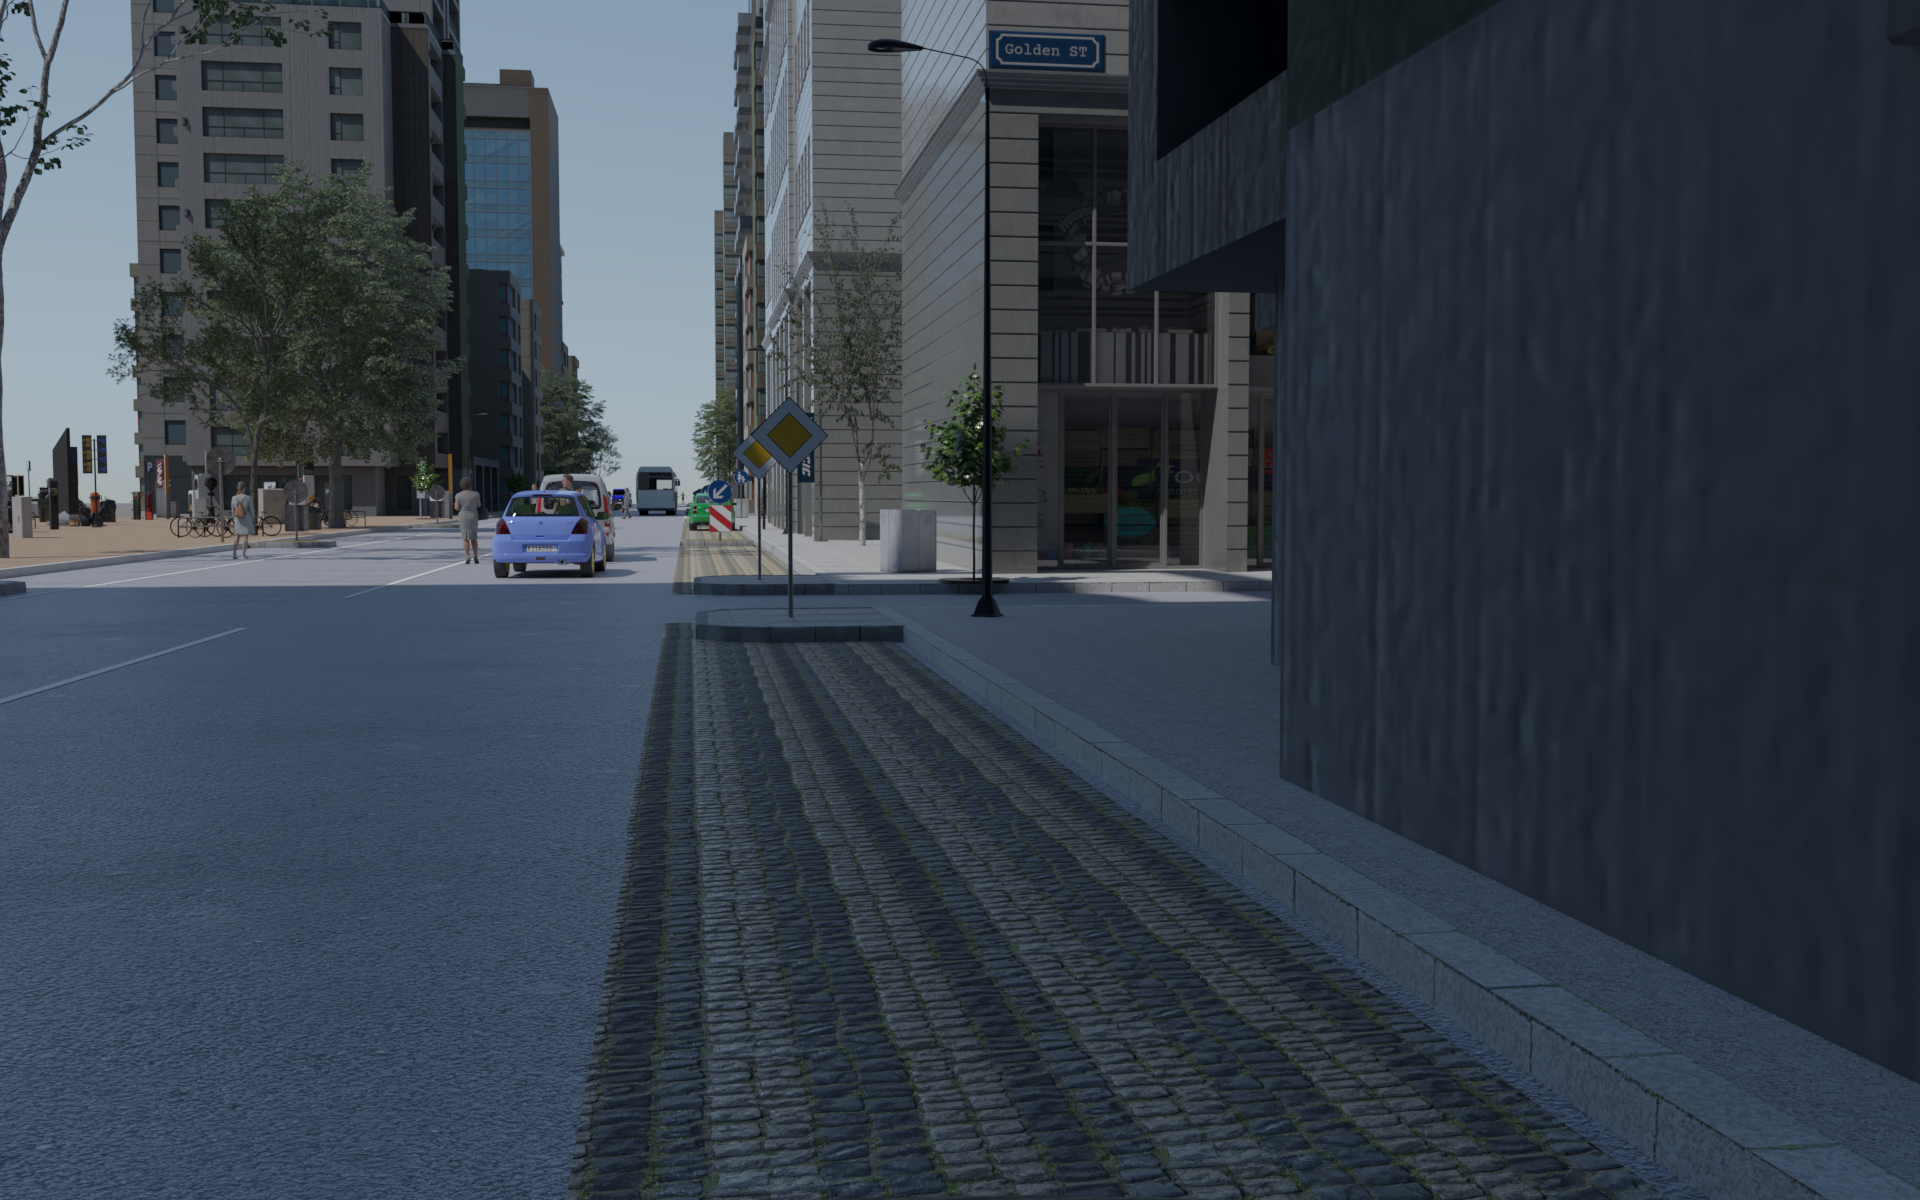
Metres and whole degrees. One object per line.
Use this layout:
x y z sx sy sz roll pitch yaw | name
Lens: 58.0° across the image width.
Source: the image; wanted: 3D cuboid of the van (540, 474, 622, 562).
-8.433 -1.895 37.992 2.013 2.044 4.112 -1 4 -11 | van

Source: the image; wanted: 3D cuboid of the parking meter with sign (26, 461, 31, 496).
-49.317 -5.737 90.065 1.738 3.016 0.543 -3 5 -41 | parking meter with sign

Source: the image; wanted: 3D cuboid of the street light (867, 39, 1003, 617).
-0.252 -2.776 17.928 1.470 5.913 1.316 -1 4 -9 | street light

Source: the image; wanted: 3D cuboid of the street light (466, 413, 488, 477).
-27.791 -7.768 99.553 1.470 5.913 1.316 -1 4 -9 | street light

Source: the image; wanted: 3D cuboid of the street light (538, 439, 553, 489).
-34.787 -10.568 145.328 1.470 5.913 1.316 -1 4 -9 | street light

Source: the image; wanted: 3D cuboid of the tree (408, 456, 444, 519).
-27.087 -5.698 87.769 1.663 3.219 1.824 0 3 0 | tree

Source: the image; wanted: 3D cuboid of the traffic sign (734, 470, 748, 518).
-11.498 -5.565 91.088 0.768 2.556 0.104 0 4 -1 | traffic sign

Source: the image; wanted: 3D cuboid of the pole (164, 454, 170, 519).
-40.436 -5.777 88.294 0.158 3.312 0.155 0 3 0 | pole

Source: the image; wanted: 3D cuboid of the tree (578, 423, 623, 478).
-53.633 -20.186 255.797 9.928 11.665 9.643 0 3 0 | tree

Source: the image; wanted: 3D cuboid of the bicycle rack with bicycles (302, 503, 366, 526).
-25.281 -3.410 69.136 2.852 0.926 2.925 2 4 24 | bicycle rack with bicycles

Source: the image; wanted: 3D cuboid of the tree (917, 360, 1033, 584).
0.317 -1.867 25.126 1.663 3.219 1.824 0 3 0 | tree

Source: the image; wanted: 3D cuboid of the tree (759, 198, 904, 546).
-2.562 -5.645 42.655 4.360 8.622 3.978 0 3 0 | tree

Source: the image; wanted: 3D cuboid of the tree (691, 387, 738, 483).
-24.979 -16.229 183.473 7.486 12.596 7.792 0 3 0 | tree

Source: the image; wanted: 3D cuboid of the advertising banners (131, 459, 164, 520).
-40.164 -5.474 85.681 2.074 3.025 0.090 1 4 18 | advertising banners

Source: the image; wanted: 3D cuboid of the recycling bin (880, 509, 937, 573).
-0.854 -0.981 28.595 0.722 1.027 0.722 -2 4 -30 | recycling bin

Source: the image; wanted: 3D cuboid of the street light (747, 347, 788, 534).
-6.044 -5.041 54.963 1.470 5.913 1.316 -1 4 -9 | street light

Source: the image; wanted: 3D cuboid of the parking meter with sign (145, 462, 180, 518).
-43.053 -5.955 93.620 1.738 3.016 0.543 1 4 10 | parking meter with sign

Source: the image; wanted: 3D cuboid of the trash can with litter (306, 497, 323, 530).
-23.148 -3.059 61.397 1.055 1.170 0.624 0 3 0 | trash can with litter

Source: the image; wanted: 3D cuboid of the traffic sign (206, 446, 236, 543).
-19.534 -2.795 45.808 0.768 2.556 0.104 0 4 -4 | traffic sign

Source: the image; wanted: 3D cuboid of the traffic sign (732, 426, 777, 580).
-2.999 -1.358 25.848 0.795 2.450 0.064 -1 4 -9 | traffic sign

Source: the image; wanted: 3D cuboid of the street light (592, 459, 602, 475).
-47.677 -15.590 227.429 1.470 5.913 1.316 -1 4 -9 | street light

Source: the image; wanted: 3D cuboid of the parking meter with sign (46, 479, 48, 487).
-46.196 -5.632 88.338 1.738 3.016 0.543 2 4 33 | parking meter with sign

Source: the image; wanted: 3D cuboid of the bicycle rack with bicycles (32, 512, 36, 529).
-35.186 -3.077 63.693 2.852 0.926 2.925 1 4 9 | bicycle rack with bicycles

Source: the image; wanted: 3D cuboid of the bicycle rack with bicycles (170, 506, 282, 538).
-22.036 -2.326 51.415 2.925 0.926 2.852 0 4 1 | bicycle rack with bicycles

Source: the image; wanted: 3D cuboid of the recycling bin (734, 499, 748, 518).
-11.775 -4.928 93.127 0.722 1.027 0.722 -1 4 -8 | recycling bin

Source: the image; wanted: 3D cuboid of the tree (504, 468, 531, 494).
-33.016 -8.297 130.263 1.663 3.219 1.824 0 3 0 | tree

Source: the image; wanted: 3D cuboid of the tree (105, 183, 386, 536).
-21.798 -7.247 52.905 8.767 10.594 7.601 -1 4 -13 | tree

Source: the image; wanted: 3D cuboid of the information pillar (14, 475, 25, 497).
-36.749 -3.861 67.617 0.304 2.012 0.304 1 4 18 | information pillar

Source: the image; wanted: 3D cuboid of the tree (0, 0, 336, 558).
-19.476 -10.988 35.535 12.611 20.169 13.585 0 3 0 | tree

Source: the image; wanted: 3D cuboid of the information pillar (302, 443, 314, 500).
-28.746 -5.201 76.397 0.183 3.616 0.504 3 5 40 | information pillar

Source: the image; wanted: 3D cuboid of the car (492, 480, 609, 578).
-7.287 -1.308 30.970 1.945 1.707 3.694 0 4 -7 | car

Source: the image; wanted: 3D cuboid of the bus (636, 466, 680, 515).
-21.183 -7.745 121.489 2.948 3.499 13.247 -1 4 -8 | bus

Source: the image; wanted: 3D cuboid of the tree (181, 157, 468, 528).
-23.474 -9.656 64.530 9.857 13.997 8.962 0 3 0 | tree

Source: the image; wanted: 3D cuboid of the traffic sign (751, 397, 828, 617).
-1.764 -0.876 17.959 0.795 2.450 0.064 -1 4 -9 | traffic sign

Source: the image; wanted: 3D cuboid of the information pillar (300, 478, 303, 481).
-30.731 -4.691 81.183 0.304 2.012 0.304 -1 4 -13 | information pillar

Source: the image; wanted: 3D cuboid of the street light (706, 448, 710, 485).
-24.942 -12.385 175.030 1.470 5.913 1.316 -1 4 -9 | street light

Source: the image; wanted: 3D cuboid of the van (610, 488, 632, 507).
-36.188 -11.061 185.225 2.240 2.365 5.245 0 4 -7 | van

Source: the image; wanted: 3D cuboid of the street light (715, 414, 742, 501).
-13.238 -7.812 100.274 1.470 5.913 1.316 -1 4 -9 | street light

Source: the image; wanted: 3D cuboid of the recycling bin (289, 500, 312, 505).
-27.740 -3.689 72.867 0.722 1.027 0.722 0 4 -2 | recycling bin

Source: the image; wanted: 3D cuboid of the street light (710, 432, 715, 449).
-17.758 -9.597 129.451 1.470 5.913 1.316 -1 4 -9 | street light

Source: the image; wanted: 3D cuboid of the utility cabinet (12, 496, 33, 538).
-27.451 -2.417 50.686 0.306 1.237 1.020 -3 5 -42 | utility cabinet

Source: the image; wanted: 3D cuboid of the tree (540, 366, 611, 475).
-39.975 -16.277 172.777 9.857 13.997 8.962 0 3 0 | tree

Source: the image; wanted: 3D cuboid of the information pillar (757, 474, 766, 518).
-10.447 -6.107 91.207 0.504 3.616 0.183 0 4 4 | information pillar

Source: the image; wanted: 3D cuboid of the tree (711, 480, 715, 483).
-30.963 -13.626 217.390 1.663 3.219 1.824 0 3 0 | tree

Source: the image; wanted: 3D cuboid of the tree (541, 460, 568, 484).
-38.832 -11.116 165.464 4.285 4.588 4.351 0 3 0 | tree

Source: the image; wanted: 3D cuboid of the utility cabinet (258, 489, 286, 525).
-28.647 -3.883 72.165 0.318 1.500 1.173 2 4 27 | utility cabinet

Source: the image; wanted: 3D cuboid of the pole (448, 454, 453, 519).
-25.961 -5.775 88.257 0.158 3.312 0.155 0 3 0 | pole

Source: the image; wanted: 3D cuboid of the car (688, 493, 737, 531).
-9.801 -3.655 68.554 1.959 1.807 4.718 0 4 -8 | car
